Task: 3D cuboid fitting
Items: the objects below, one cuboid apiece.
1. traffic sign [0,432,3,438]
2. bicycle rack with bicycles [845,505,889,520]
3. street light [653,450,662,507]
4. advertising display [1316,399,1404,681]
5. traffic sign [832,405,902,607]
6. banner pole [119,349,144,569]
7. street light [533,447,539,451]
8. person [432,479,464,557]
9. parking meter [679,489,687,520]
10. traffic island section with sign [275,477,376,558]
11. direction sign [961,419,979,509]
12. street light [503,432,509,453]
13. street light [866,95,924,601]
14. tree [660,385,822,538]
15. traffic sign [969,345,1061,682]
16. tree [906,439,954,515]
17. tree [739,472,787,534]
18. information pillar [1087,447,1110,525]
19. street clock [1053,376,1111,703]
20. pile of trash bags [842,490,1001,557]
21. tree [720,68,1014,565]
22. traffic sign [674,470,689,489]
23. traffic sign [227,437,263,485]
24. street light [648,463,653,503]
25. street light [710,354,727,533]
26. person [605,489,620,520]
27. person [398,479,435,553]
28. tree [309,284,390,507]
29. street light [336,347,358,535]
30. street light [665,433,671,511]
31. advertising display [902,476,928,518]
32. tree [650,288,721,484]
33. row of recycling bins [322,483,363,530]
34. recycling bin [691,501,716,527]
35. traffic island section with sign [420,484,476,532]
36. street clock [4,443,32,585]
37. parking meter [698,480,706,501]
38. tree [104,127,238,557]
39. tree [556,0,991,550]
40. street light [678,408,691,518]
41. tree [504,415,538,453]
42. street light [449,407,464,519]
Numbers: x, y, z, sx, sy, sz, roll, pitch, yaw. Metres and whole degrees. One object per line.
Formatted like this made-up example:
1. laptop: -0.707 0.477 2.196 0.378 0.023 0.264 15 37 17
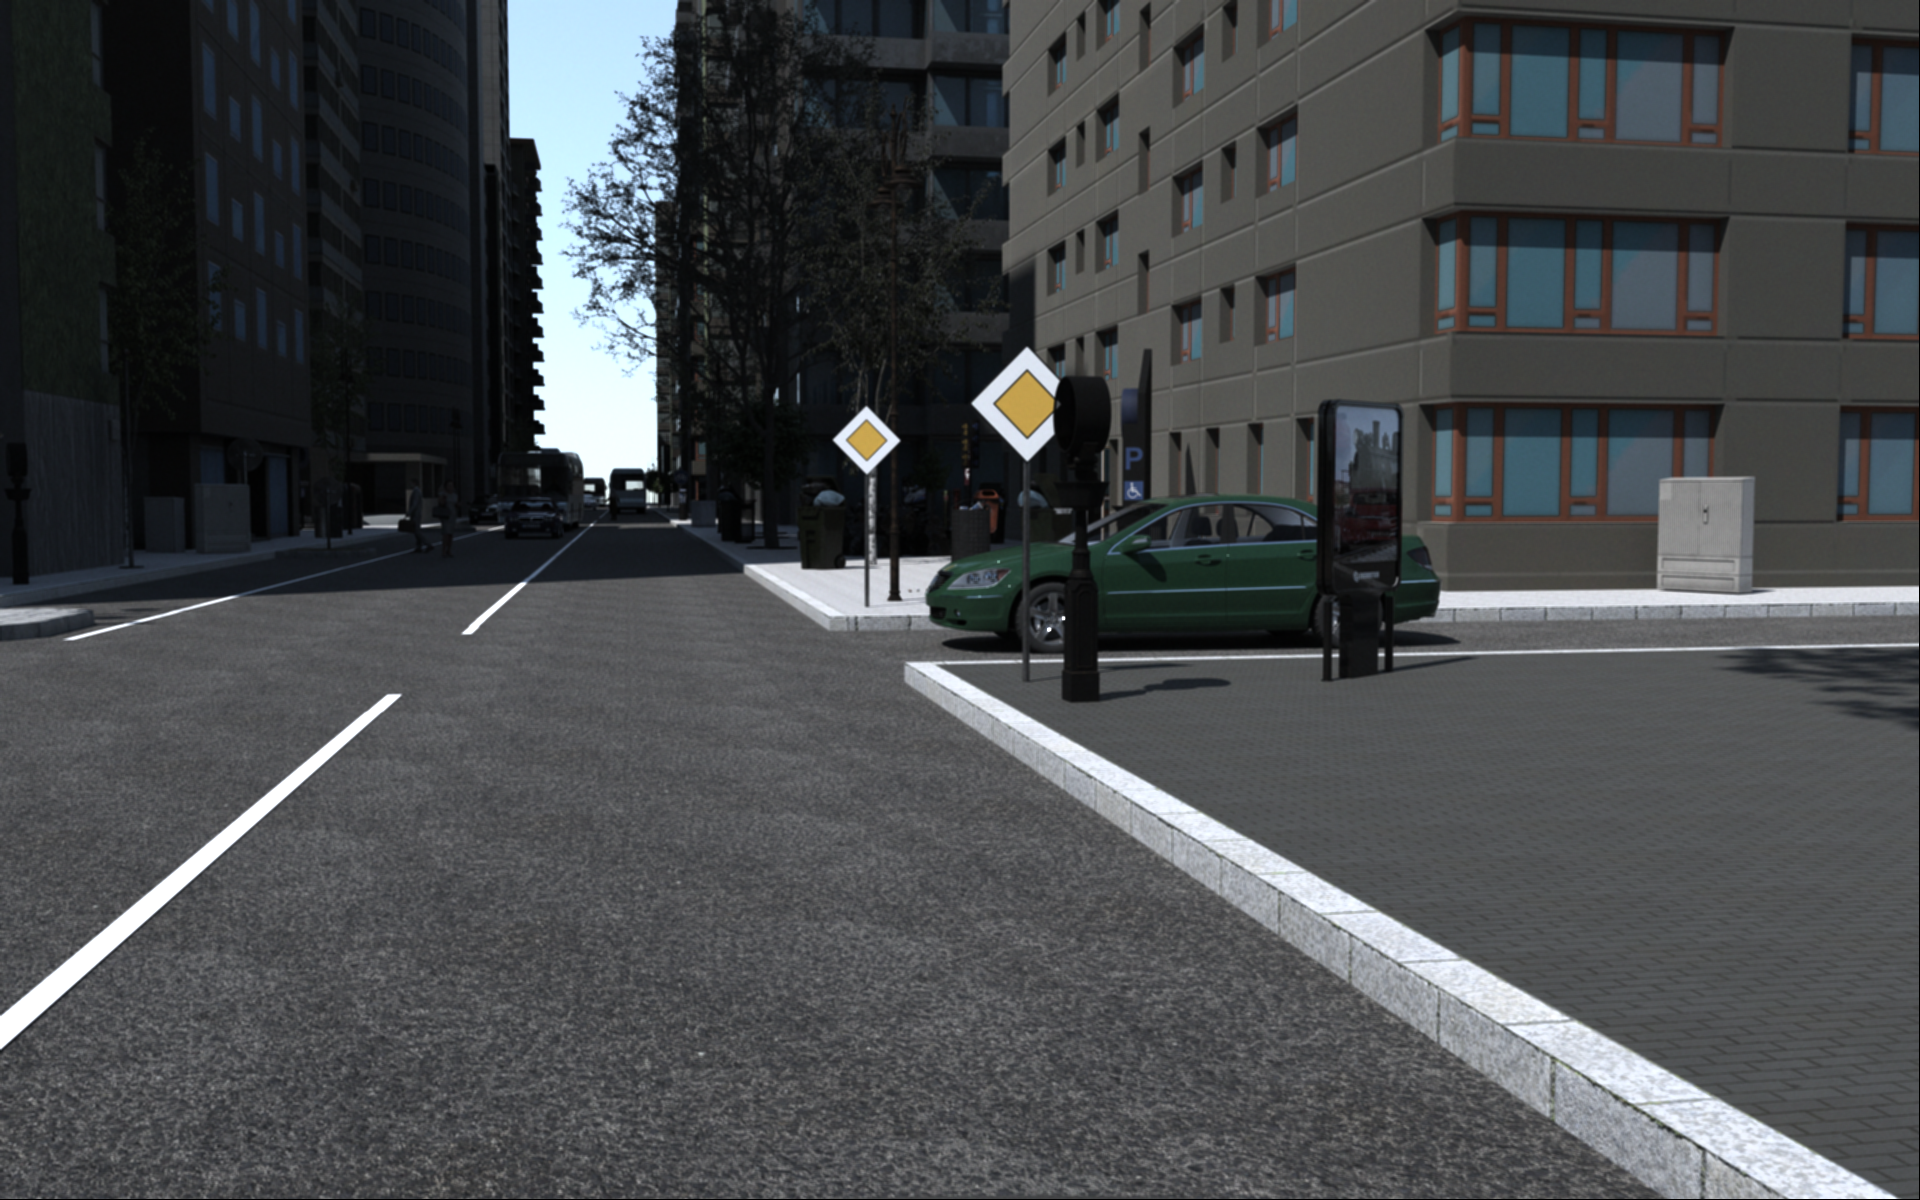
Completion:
1. traffic sign: -10.288 -0.870 17.868 0.795 2.450 0.064 -1 4 -11
2. bicycle rack with bicycles: -3.152 -2.659 56.862 2.925 0.926 2.852 3 5 43
3. street light: -30.859 -12.510 177.327 0.468 5.910 1.993 -1 4 -11
4. advertising display: 2.808 -0.424 12.146 0.123 1.923 0.974 3 5 43
5. traffic sign: -1.058 -0.977 19.613 0.795 2.450 0.064 -1 4 -11
6. banner pole: -14.441 -2.452 30.107 0.401 3.779 0.863 -1 4 -22
7. street light: -42.458 -12.337 174.498 0.468 5.910 1.993 -1 4 -11
8. person: -11.656 -1.867 39.391 0.532 1.782 0.716 3 5 40
9. parking meter: -13.535 -4.660 84.596 0.372 1.533 0.369 0 3 0
10. traffic island section with sign: -14.530 -1.906 39.797 1.989 1.847 2.006 -1 4 -11
11. direction sign: 0.314 -3.724 52.882 0.379 3.537 0.876 -3 4 -37
12. street light: -33.885 -9.586 129.525 0.468 5.910 1.993 -1 4 -11
13. street light: -0.785 -2.928 20.653 0.468 5.910 1.993 -1 4 -11
14. tree: -5.641 -4.093 50.641 4.285 4.588 4.351 0 3 0
15. traffic sign: 0.448 -0.497 11.771 0.795 2.450 0.064 -1 4 -11
16. tree: -1.081 -4.086 61.409 1.663 3.219 1.824 0 3 0
17. tree: -6.034 -3.745 55.829 1.663 3.219 1.824 0 3 0
18. information pillar: 2.141 -1.372 26.922 0.304 2.012 0.304 2 4 24
19. street clock: 0.749 -0.375 10.703 0.358 2.002 0.471 -1 4 -14
20. pile of trash bags: -0.765 -1.628 36.363 3.447 1.369 1.912 -1 4 -22
21. tree: -1.392 -4.940 31.137 4.360 8.622 3.978 0 3 0
22. traffic sign: -14.545 -5.522 90.386 0.768 2.556 0.104 -1 4 -10
23. traffic sign: -16.105 -2.381 39.040 0.768 2.556 0.104 -1 4 -11
24. street light: -37.819 -14.721 213.472 0.468 5.910 1.993 -1 4 -11
25. street light: -7.903 -5.136 56.768 0.468 5.910 1.993 -1 4 -11
26. person: -19.090 -5.253 95.109 0.721 1.736 1.217 2 4 28
27. person: -13.297 -2.060 42.305 0.853 1.813 0.709 -1 4 -19
28. tree: -21.770 -6.701 59.917 4.737 8.622 4.395 0 3 0
29. street light: -19.298 -5.005 54.615 0.468 5.910 1.993 -1 4 -11
30. street light: -22.292 -9.747 132.146 0.468 5.910 1.993 -1 4 -11
31. advertising display: -1.658 -3.564 63.481 0.974 1.923 0.123 1 4 22
32. tree: -8.580 -6.752 60.750 4.360 8.622 3.978 0 3 0
33. row of recycling bins: -22.656 -3.446 63.451 1.069 1.692 3.534 -1 4 -8
34. recycling bin: -9.983 -3.356 67.429 0.722 1.027 0.722 -3 4 -39
35. traffic island section with sign: -19.602 -3.526 66.273 1.989 1.847 2.006 -1 4 -11
36. street clock: -13.358 -1.224 24.577 0.358 2.002 0.471 -2 4 -33
37. parking meter: -10.712 -4.057 72.037 0.255 1.863 0.399 0 4 5
38. tree: -17.049 -5.203 35.434 4.737 8.622 4.395 0 3 0
39. tree: -4.556 -7.936 40.123 12.009 13.543 11.850 0 3 0
40. street light: -15.306 -7.519 95.718 0.468 5.910 1.993 -1 4 -11
41. tree: -40.446 -12.717 158.286 4.737 8.622 4.395 0 3 0
42. street light: -26.858 -7.342 92.825 0.468 5.910 1.993 -1 4 -11
